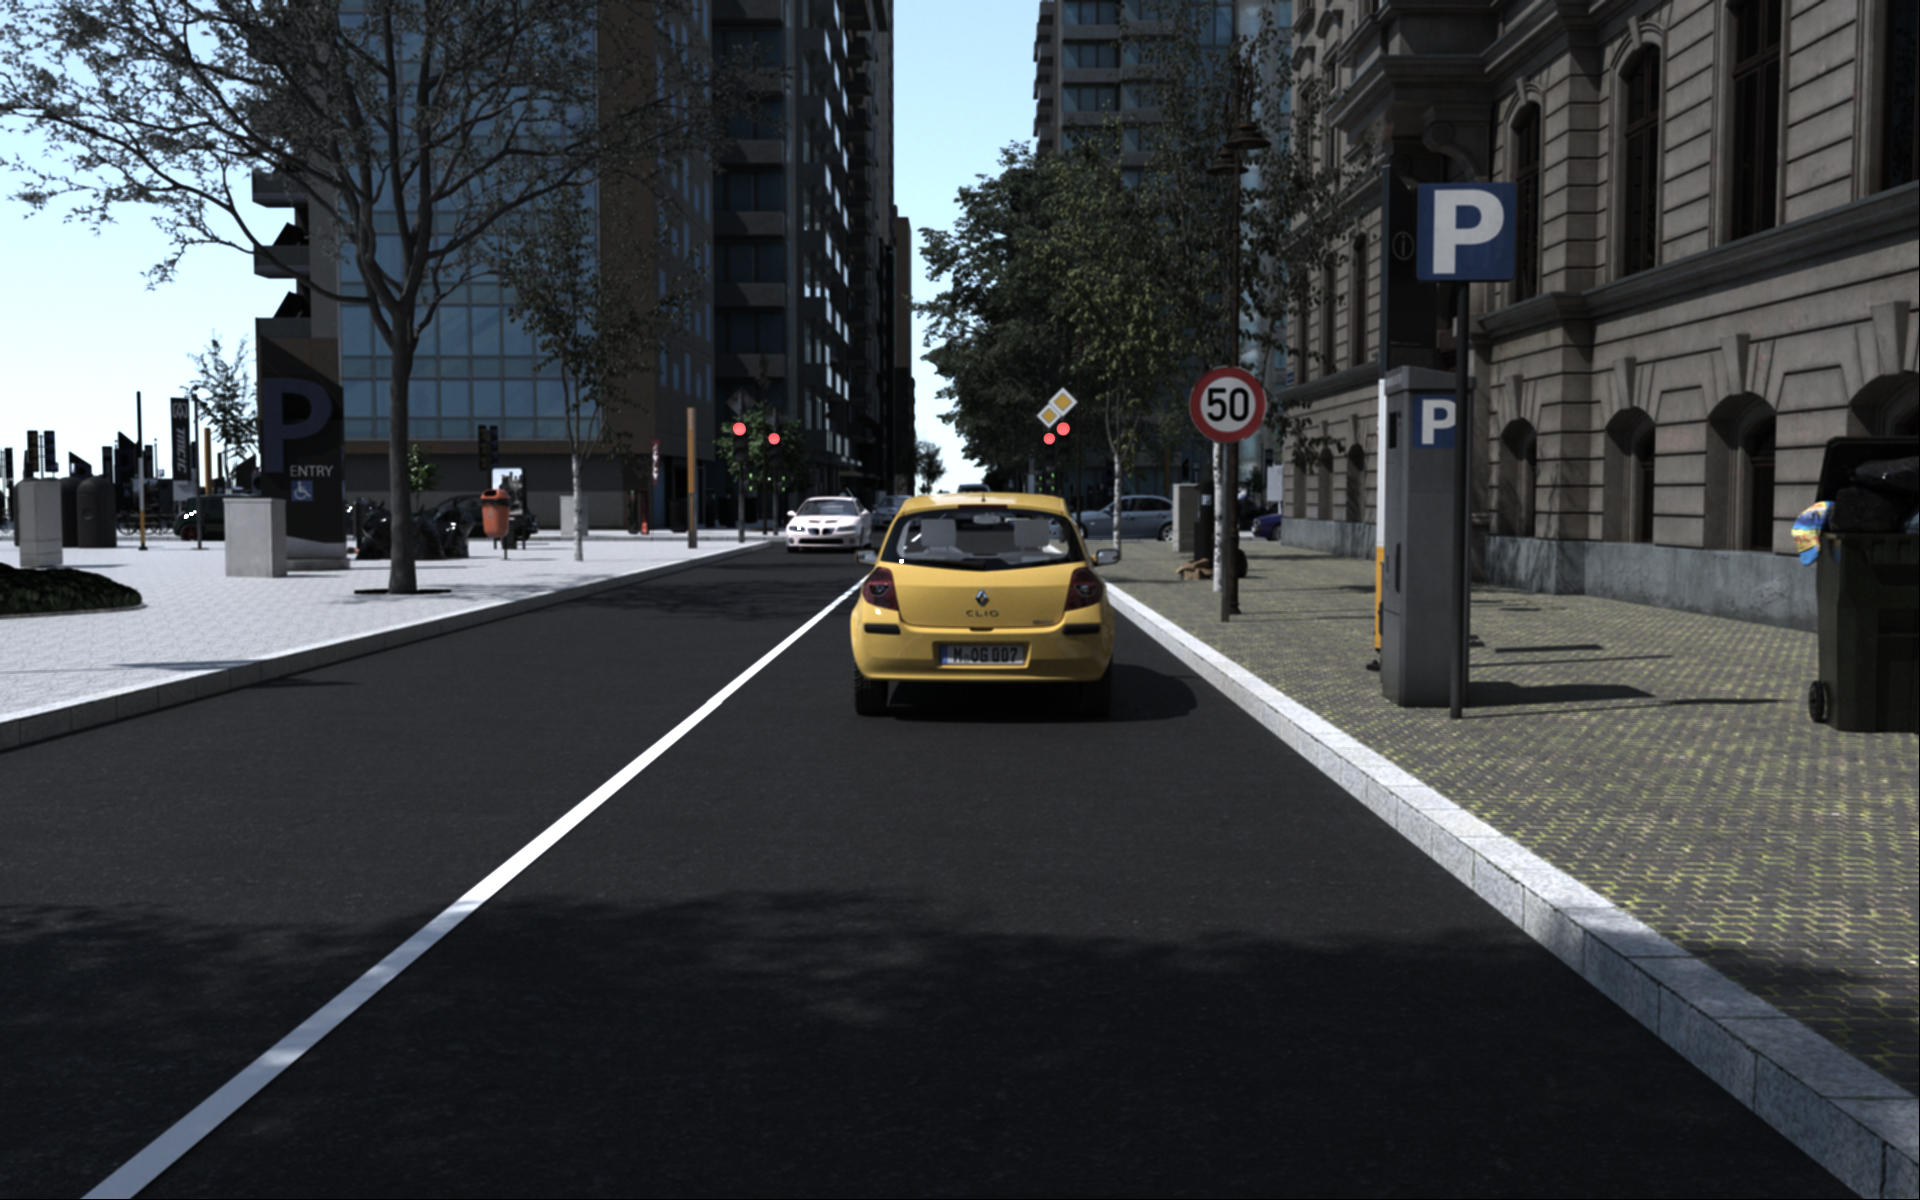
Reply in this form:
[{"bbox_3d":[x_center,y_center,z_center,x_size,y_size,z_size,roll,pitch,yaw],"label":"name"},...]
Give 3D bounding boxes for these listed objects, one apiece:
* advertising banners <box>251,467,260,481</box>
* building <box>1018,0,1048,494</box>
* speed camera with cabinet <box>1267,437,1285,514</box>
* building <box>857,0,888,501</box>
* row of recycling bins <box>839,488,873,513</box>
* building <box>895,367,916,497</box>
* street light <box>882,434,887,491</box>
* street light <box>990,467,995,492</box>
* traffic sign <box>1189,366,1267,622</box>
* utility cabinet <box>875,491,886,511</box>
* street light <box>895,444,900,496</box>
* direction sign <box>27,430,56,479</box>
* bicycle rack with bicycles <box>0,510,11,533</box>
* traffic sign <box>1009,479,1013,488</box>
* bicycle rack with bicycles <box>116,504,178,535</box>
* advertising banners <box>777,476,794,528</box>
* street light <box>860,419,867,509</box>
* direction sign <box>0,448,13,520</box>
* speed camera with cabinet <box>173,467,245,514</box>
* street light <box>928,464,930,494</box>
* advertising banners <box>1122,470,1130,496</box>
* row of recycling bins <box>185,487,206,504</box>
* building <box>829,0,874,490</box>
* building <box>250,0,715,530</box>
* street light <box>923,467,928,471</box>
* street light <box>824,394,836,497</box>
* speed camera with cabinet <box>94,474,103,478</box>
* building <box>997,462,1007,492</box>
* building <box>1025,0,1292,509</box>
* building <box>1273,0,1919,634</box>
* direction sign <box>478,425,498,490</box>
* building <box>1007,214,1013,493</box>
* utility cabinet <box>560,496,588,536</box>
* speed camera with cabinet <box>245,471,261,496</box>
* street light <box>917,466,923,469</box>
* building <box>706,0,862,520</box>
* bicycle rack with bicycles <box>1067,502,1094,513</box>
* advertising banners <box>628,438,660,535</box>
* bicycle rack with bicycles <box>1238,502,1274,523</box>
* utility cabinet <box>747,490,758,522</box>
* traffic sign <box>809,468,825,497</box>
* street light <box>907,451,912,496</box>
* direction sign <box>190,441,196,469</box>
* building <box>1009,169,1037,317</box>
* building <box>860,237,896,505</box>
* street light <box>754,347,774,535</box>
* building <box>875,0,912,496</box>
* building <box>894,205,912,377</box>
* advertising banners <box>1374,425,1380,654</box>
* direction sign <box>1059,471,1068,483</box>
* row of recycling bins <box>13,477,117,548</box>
[{"bbox_3d":[-45.705,-6.986,110.416,2.074,3.025,0.090,-1,4,-18],"label":"advertising banners"},{"bbox_3d":[17.441,-53.379,185.411,22.319,86.520,31.000,0,4,0],"label":"building"},{"bbox_3d":[10.586,-3.785,56.226,0.660,3.252,2.038,2,4,31],"label":"speed camera with cabinet"},{"bbox_3d":[-21.960,-35.611,171.480,28.713,52.752,27.495,0,4,0],"label":"building"},{"bbox_3d":[-7.596,-6.745,117.398,3.534,1.692,1.069,1,4,13],"label":"row of recycling bins"},{"bbox_3d":[-20.724,-24.807,250.625,27.650,21.520,28.899,0,4,0],"label":"building"},{"bbox_3d":[-5.631,-9.639,130.380,0.468,5.910,1.993,0,4,0],"label":"street light"},{"bbox_3d":[4.261,-16.049,235.181,0.468,5.910,1.993,0,4,0],"label":"street light"},{"bbox_3d":[2.663,-1.052,17.301,0.768,2.556,0.104,0,4,3],"label":"traffic sign"},{"bbox_3d":[-5.523,-6.832,120.382,0.318,1.500,1.173,2,4,24],"label":"utility cabinet"},{"bbox_3d":[-5.591,-11.220,156.235,0.468,5.910,1.993,0,4,0],"label":"street light"},{"bbox_3d":[-32.670,-4.261,61.663,0.876,3.537,0.379,-1,4,-21],"label":"direction sign"},{"bbox_3d":[-31.100,-2.682,57.237,2.852,0.926,2.925,0,4,-7],"label":"bicycle rack with bicycles"},{"bbox_3d":[3.625,-7.075,117.803,0.606,2.300,0.079,0,4,1],"label":"traffic sign"},{"bbox_3d":[-25.802,-2.544,54.968,2.925,0.926,2.852,0,4,-1],"label":"bicycle rack with bicycles"},{"bbox_3d":[-6.653,-4.273,66.058,0.090,3.025,2.074,-2,4,-25],"label":"advertising banners"},{"bbox_3d":[-5.934,-8.199,106.835,0.468,5.910,1.993,0,4,0],"label":"street light"},{"bbox_3d":[-46.601,-5.652,84.410,0.379,3.537,0.876,3,4,37],"label":"direction sign"},{"bbox_3d":[-25.536,-3.939,58.743,2.038,3.252,0.660,0,4,-6],"label":"speed camera with cabinet"},{"bbox_3d":[-4.828,-17.887,265.241,0.468,5.910,1.993,0,4,0],"label":"street light"},{"bbox_3d":[11.866,-7.816,123.982,0.090,3.025,2.074,-1,4,-9],"label":"advertising banners"},{"bbox_3d":[-42.187,-5.408,95.533,1.069,1.692,3.534,-3,4,-37],"label":"row of recycling bins"},{"bbox_3d":[-18.671,-29.905,143.574,22.147,44.769,28.867,0,4,0],"label":"building"},{"bbox_3d":[-17.521,-25.473,66.598,14.600,45.320,14.200,0,4,0],"label":"building"},{"bbox_3d":[-4.998,-16.306,239.387,0.468,5.910,1.993,0,4,0],"label":"street light"},{"bbox_3d":[-6.034,-6.575,80.290,0.468,5.910,1.993,0,4,0],"label":"street light"},{"bbox_3d":[-39.948,-5.339,81.624,0.660,3.252,2.038,0,4,7],"label":"speed camera with cabinet"},{"bbox_3d":[12.944,-31.157,281.121,14.160,30.474,14.107,0,4,0],"label":"building"},{"bbox_3d":[17.914,-32.800,155.881,23.786,49.044,30.456,0,4,0],"label":"building"},{"bbox_3d":[13.098,-12.640,25.743,14.460,24.649,34.723,0,4,0],"label":"building"},{"bbox_3d":[-15.569,-3.990,57.227,0.379,3.537,0.876,2,4,28],"label":"direction sign"},{"bbox_3d":[13.746,-34.688,250.748,14.154,41.232,14.086,0,4,0],"label":"building"},{"bbox_3d":[-11.789,-2.556,52.950,1.020,1.237,0.306,3,5,41],"label":"utility cabinet"},{"bbox_3d":[-29.087,-4.653,70.404,2.038,3.252,0.660,0,4,-7],"label":"speed camera with cabinet"},{"bbox_3d":[-5.176,-14.725,213.533,0.468,5.910,1.993,0,4,0],"label":"street light"},{"bbox_3d":[-18.085,-29.284,98.399,23.786,49.044,30.456,0,4,0],"label":"building"},{"bbox_3d":[4.819,-3.829,75.993,2.925,0.926,2.852,0,4,-2],"label":"bicycle rack with bicycles"},{"bbox_3d":[-9.950,-3.570,54.560,0.090,3.025,2.074,-3,4,-38],"label":"advertising banners"},{"bbox_3d":[13.116,-3.837,76.124,2.852,0.926,2.925,1,4,22],"label":"bicycle rack with bicycles"},{"bbox_3d":[-9.295,-4.217,77.621,0.318,1.500,1.173,0,4,2],"label":"utility cabinet"},{"bbox_3d":[-5.636,-4.044,68.249,0.606,2.300,0.079,0,4,4],"label":"traffic sign"},{"bbox_3d":[-5.331,-12.801,182.088,0.468,5.910,1.993,0,4,0],"label":"street light"},{"bbox_3d":[-33.106,-5.050,74.560,0.876,3.537,0.379,2,4,32],"label":"direction sign"},{"bbox_3d":[17.471,-35.134,229.071,22.147,44.769,28.867,0,4,0],"label":"building"},{"bbox_3d":[-14.555,-25.773,193.092,14.160,30.474,14.107,0,4,0],"label":"building"},{"bbox_3d":[-6.147,-4.994,54.436,0.468,5.910,1.993,0,4,0],"label":"street light"},{"bbox_3d":[-16.725,-48.060,224.031,20.563,71.187,20.611,0,4,0],"label":"building"},{"bbox_3d":[-14.690,-37.998,271.371,14.600,45.320,14.200,0,4,0],"label":"building"},{"bbox_3d":[3.480,-1.108,14.305,0.090,3.025,2.074,1,4,14],"label":"advertising banners"},{"bbox_3d":[7.005,-7.716,118.154,0.876,3.537,0.379,2,4,35],"label":"direction sign"},{"bbox_3d":[-21.746,-2.133,41.989,3.534,1.692,1.069,2,4,33],"label":"row of recycling bins"}]
